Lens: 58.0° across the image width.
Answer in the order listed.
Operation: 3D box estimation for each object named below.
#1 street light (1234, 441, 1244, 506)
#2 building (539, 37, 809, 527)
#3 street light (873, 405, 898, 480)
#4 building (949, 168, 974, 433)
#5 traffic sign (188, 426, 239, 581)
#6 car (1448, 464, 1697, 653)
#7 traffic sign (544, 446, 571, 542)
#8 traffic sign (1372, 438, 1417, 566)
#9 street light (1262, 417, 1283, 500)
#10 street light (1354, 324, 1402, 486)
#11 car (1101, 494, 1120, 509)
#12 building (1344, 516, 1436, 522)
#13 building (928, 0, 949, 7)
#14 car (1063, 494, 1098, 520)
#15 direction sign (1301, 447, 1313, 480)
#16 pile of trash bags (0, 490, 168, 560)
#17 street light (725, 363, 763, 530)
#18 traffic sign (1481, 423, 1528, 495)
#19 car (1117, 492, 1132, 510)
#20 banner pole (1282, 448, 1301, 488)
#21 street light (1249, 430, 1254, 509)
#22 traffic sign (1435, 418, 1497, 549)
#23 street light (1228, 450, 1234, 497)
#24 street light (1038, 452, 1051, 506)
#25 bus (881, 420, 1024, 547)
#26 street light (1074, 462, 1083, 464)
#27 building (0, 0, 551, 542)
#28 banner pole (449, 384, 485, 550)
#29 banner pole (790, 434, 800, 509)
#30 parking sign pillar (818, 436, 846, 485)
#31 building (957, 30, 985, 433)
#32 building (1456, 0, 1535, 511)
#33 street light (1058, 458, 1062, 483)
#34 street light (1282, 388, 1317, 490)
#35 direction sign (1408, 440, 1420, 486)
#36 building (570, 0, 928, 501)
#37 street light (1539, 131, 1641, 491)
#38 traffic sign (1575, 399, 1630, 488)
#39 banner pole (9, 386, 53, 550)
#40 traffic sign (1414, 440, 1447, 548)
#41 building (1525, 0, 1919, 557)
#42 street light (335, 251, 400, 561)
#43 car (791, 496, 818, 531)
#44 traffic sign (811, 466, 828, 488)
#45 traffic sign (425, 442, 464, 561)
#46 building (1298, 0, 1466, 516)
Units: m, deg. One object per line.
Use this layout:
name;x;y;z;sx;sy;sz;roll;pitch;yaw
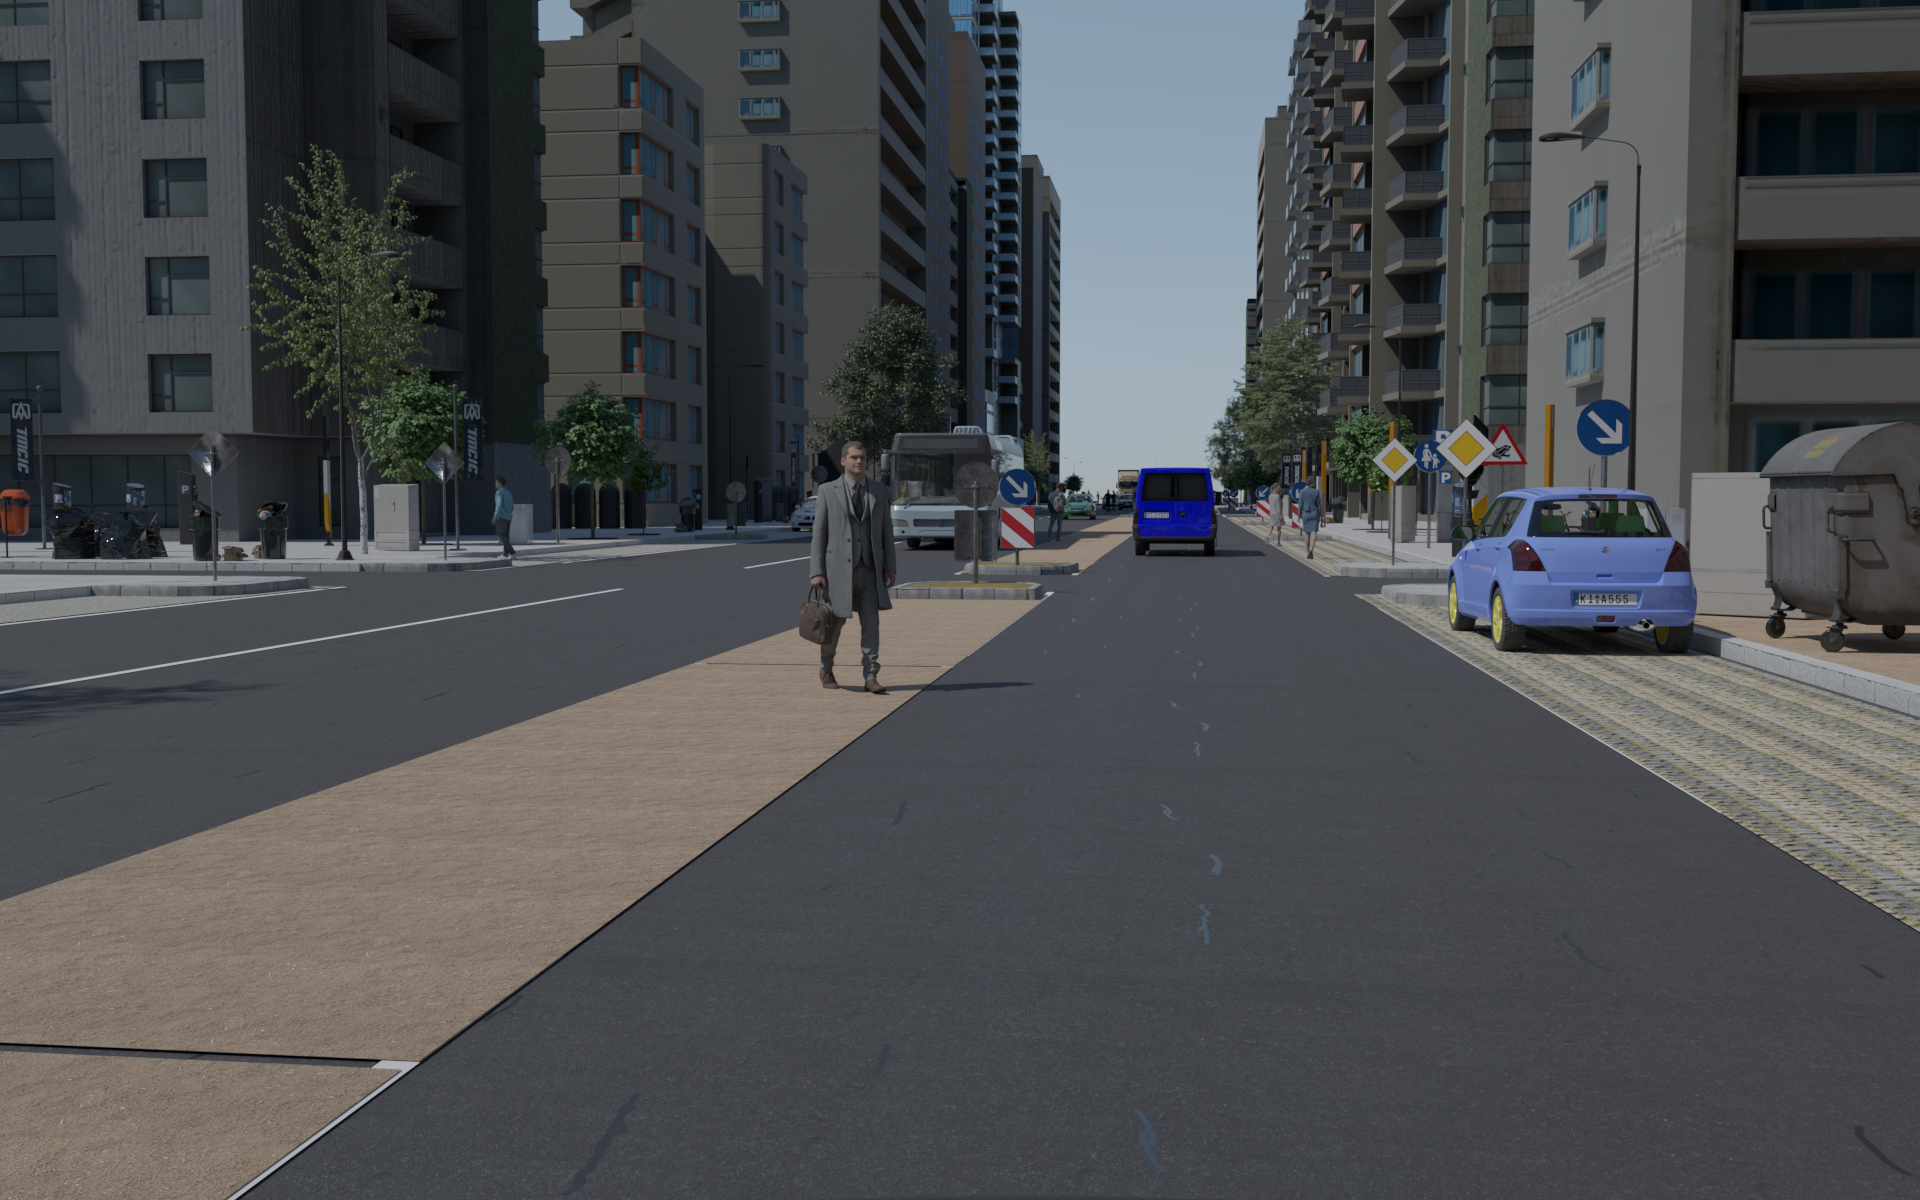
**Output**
street light;25.200;-11.024;152.788;1.470;5.913;1.316;0;4;7
building;-23.857;-14.490;81.950;27.650;21.520;28.899;0;4;7
street light;-3.932;-7.194;90.168;1.470;5.913;1.316;0;4;7
building;-6.612;-23.300;152.660;14.160;30.474;14.107;0;4;7
traffic sign;-10.957;-1.332;25.429;0.795;2.450;0.064;0;4;7
car;5.843;-0.446;16.890;1.945;1.707;3.694;0;4;6
traffic sign;-10.673;-2.802;45.926;0.768;2.556;0.104;1;4;13
traffic sign;7.770;-1.674;31.019;0.795;2.450;0.064;0;4;7
street light;18.971;-8.094;104.885;1.470;5.913;1.316;0;4;7
street light;11.459;-4.577;47.382;1.470;5.913;1.316;0;4;7
car;14.613;-9.464;166.539;2.131;1.459;4.920;0;4;6
building;30.213;-26.554;88.775;22.147;44.769;28.867;0;4;7
building;-8.651;-29.794;137.246;14.600;45.320;14.200;0;4;7
car;6.682;-5.224;97.209;2.131;1.459;4.920;0;4;7
direction sign;16.682;-5.590;83.398;0.876;3.537;0.379;-3;5;-42
pile of trash bags;-17.722;-1.531;34.784;3.447;1.369;1.912;1;4;9
street light;-7.686;-5.457;61.765;1.470;5.913;1.316;0;4;7
traffic sign;9.907;-1.938;31.689;0.884;2.594;0.081;1;4;15
car;15.225;-8.969;156.431;2.009;1.686;4.222;1;4;9
banner pole;17.935;-6.377;94.283;0.863;3.779;0.401;0;4;-6
street light;21.483;-9.261;123.961;1.470;5.913;1.316;0;4;7
traffic sign;6.734;-1.190;23.101;0.795;2.450;0.064;0;4;7
street light;28.869;-12.762;181.202;1.470;5.913;1.316;0;4;7
street light;9.329;-13.405;191.712;1.470;5.913;1.316;0;4;7
bus;0.096;-3.324;49.204;2.948;3.499;13.247;0;4;6
street light;16.987;-16.960;249.838;1.470;5.913;1.316;0;4;7
building;-21.650;-17.125;51.691;14.160;30.474;14.107;0;4;7
banner pole;-11.314;-3.039;39.698;0.863;3.779;0.401;-3;4;-36
banner pole;-6.843;-5.023;72.149;0.401;3.779;0.863;2;4;25
parking sign pillar;-5.909;-5.611;80.218;1.447;3.967;1.447;1;4;13
building;-5.247;-31.580;166.447;14.600;45.320;14.200;0;4;7
building;24.311;-17.601;59.473;14.160;30.474;14.107;0;4;7
street light;13.033;-15.152;220.280;1.470;5.913;1.316;0;4;7
street light;15.066;-6.329;76.019;1.470;5.913;1.316;0;4;7
direction sign;19.075;-4.945;72.850;0.876;3.537;0.379;-3;5;-44
building;-14.306;-30.346;119.866;21.300;48.544;21.600;0;4;7
street light;8.112;-3.043;22.287;1.470;5.913;1.316;0;4;7
traffic sign;8.688;-1.423;23.375;0.768;2.556;0.104;1;4;14
banner pole;-21.421;-3.053;39.927;0.863;3.779;0.401;-3;4;-39
traffic sign;11.062;-2.489;40.794;0.768;2.556;0.104;1;4;9
building;25.314;-25.482;40.340;21.600;48.544;21.300;0;4;7
street light;-11.400;-3.720;33.357;1.470;5.913;1.316;0;4;7
car;-5.270;-3.364;67.361;2.083;1.381;4.827;0;4;8
traffic sign;-6.311;-4.737;77.563;0.768;2.556;0.104;1;4;9
traffic sign;-9.921;-1.817;33.346;0.795;2.450;0.064;0;4;7
building;37.360;-29.134;130.971;22.147;44.769;28.867;0;4;7
